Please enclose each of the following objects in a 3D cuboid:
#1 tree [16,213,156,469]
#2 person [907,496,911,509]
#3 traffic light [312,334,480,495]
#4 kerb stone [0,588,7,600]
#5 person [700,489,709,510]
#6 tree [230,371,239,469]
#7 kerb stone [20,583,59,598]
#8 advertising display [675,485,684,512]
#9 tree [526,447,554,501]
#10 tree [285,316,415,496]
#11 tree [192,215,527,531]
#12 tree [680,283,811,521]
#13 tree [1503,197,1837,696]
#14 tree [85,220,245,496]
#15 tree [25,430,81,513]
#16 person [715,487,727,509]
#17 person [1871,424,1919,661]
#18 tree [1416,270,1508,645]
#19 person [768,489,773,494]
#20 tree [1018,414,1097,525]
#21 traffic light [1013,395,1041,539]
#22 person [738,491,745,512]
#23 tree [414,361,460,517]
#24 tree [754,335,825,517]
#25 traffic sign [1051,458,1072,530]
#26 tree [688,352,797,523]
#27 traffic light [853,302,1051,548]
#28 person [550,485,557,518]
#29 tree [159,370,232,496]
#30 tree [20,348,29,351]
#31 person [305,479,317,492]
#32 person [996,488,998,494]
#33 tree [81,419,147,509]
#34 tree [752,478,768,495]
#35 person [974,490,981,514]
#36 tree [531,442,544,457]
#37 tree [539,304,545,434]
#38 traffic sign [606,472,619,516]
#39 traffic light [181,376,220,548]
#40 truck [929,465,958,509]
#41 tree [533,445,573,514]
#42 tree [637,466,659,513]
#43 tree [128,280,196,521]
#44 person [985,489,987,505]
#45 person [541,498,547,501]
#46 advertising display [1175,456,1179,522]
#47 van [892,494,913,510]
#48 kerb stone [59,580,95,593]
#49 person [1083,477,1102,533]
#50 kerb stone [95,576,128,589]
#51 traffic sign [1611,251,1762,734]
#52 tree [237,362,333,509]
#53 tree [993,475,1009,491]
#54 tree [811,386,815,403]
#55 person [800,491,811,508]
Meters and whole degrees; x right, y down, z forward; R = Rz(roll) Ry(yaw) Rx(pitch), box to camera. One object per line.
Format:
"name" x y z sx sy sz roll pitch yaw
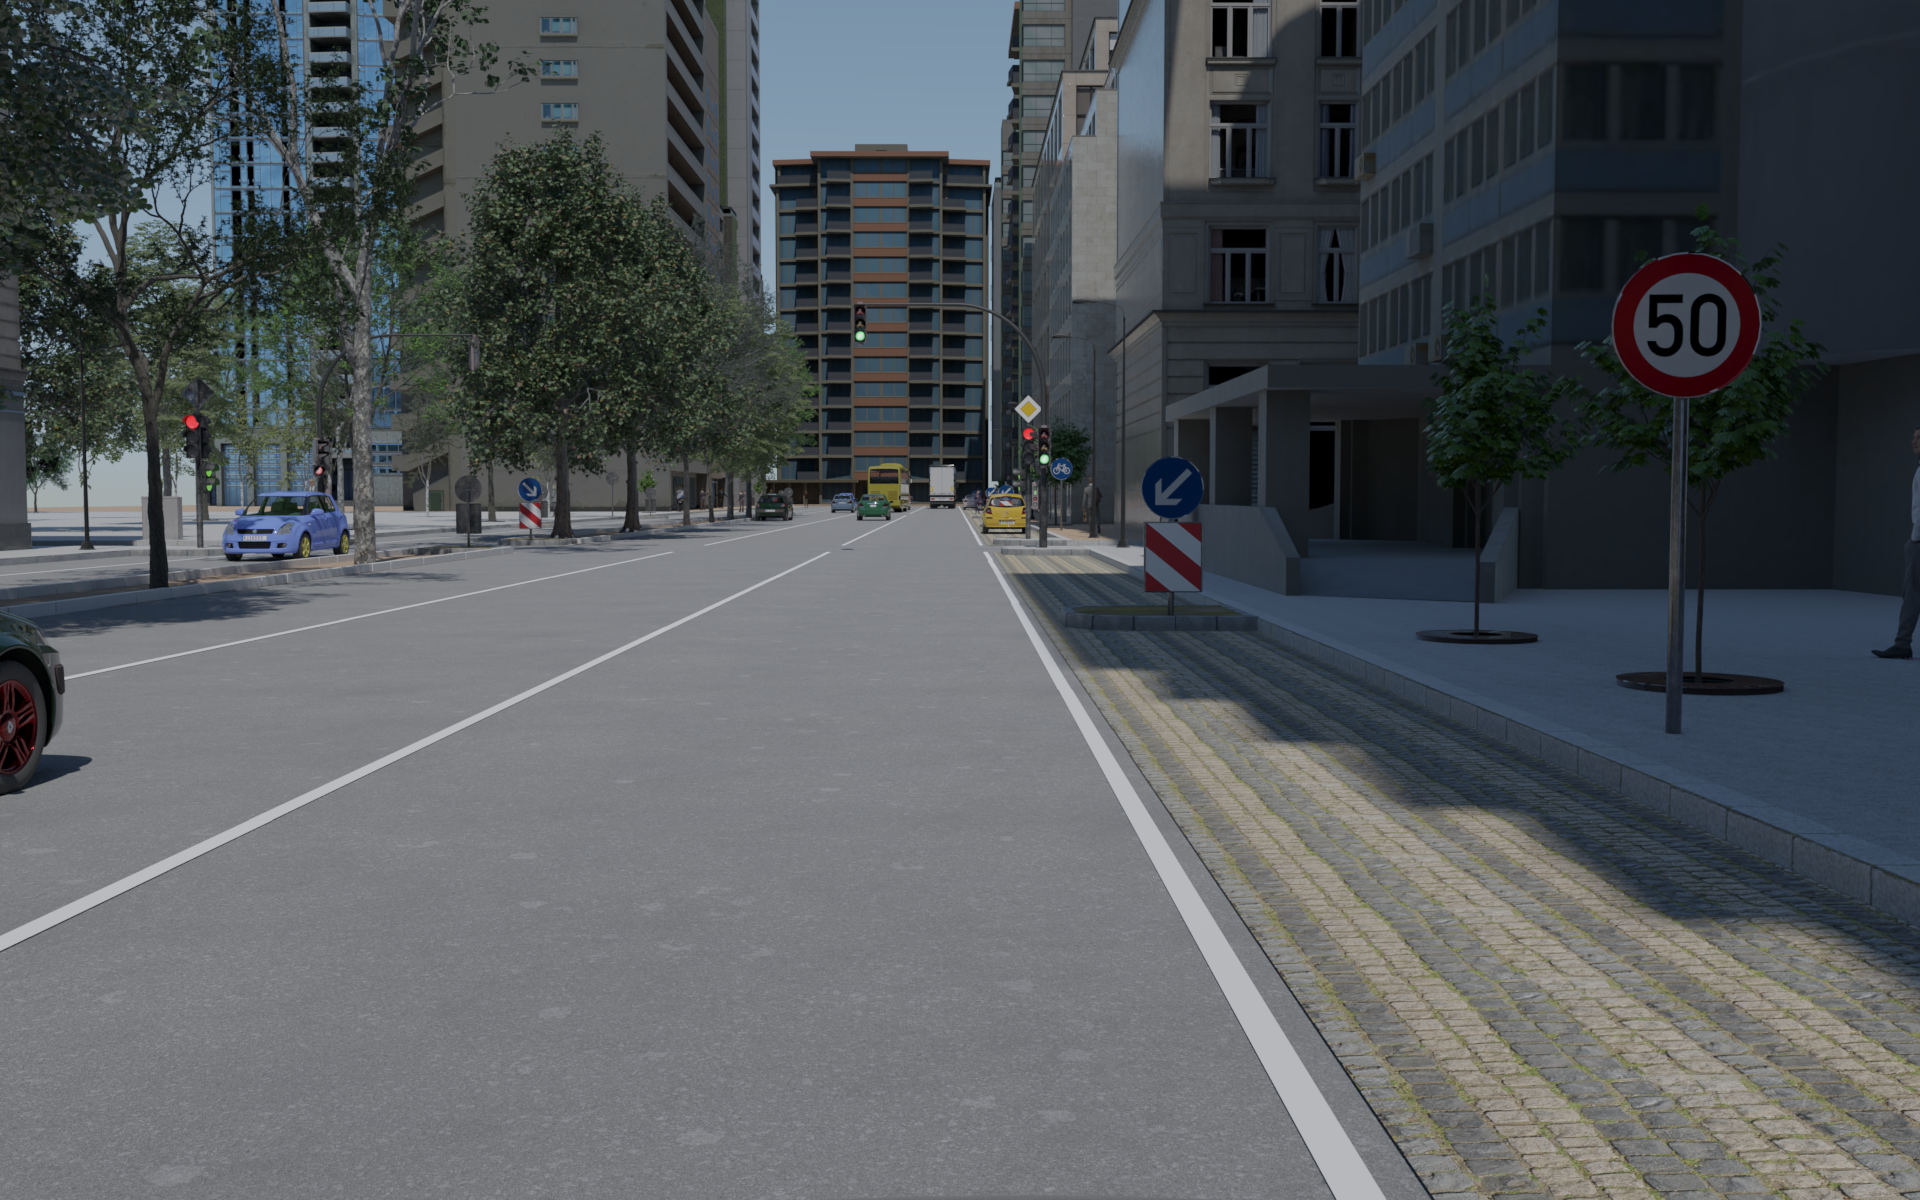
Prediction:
"tree" -32.382 -8.632 58.139 9.611 12.733 9.660 0 3 0
"person" -5.190 -9.793 169.321 1.217 1.736 0.721 1 4 23
"traffic light" -16.046 -4.560 49.218 4.771 5.953 1.251 0 4 0
"kerb stone" -12.940 -0.057 23.181 0.120 0.150 1.000 0 4 0
"person" -20.372 -8.019 137.959 0.742 1.727 0.445 -2 4 -31
"tree" -41.730 -9.219 101.089 4.737 8.622 4.395 0 3 0
"kerb stone" -12.943 -0.123 24.205 0.120 0.150 1.000 0 4 0
"advertising display" -20.147 -7.292 124.430 0.123 1.923 0.974 2 4 23
"tree" -28.539 -10.361 119.761 4.737 8.622 4.395 0 3 0
"tree" -24.832 -7.233 68.622 4.360 8.622 3.978 0 3 0
"tree" -21.328 -8.296 61.390 9.928 11.665 9.643 0 3 0
"tree" -12.330 -10.495 92.183 7.486 12.596 7.792 0 3 0
"tree" 4.793 -1.033 11.491 1.663 3.219 1.824 0 3 0
"tree" -33.470 -9.410 71.983 7.486 12.596 7.792 0 3 0
"tree" -70.026 -9.561 119.229 20.602 7.101 11.467 0 4 -4
"person" -20.828 -8.900 151.184 1.348 1.869 0.705 -3 5 -42
"person" 7.525 -0.440 13.339 0.679 1.850 0.850 -3 5 -44
"tree" 4.480 -1.251 15.058 1.663 3.219 1.824 0 3 0
"person" -20.996 -11.408 192.584 0.705 1.821 1.348 3 5 43
"tree" 4.023 -5.358 71.311 4.285 4.588 4.351 0 3 0
"traffic light" 1.923 -3.692 49.285 0.839 4.253 0.868 0 4 0
"person" -17.346 -7.848 137.618 0.445 1.727 0.742 1 4 14
"tree" -29.394 -8.884 95.616 4.360 8.622 3.978 0 3 0
"tree" -12.327 -11.068 109.169 9.928 11.665 9.643 0 3 0
"traffic sign" 3.575 -3.723 60.971 0.768 2.556 0.104 0 4 7
"tree" -12.048 -9.013 84.239 8.767 10.594 7.601 0 4 0
"traffic light" -0.129 -4.066 41.149 4.771 5.953 1.251 0 4 0
"person" -22.105 -5.377 94.144 0.526 1.800 0.537 0 4 6
"tree" -43.842 -8.913 96.088 4.737 8.622 4.395 0 3 0
"tree" -45.381 -8.043 81.863 4.737 8.622 4.395 0 3 0
"person" -21.810 -3.188 58.344 0.661 1.801 0.590 0 4 -6
"person" 3.459 -9.506 161.469 0.705 1.823 1.348 -3 5 -42
"tree" -45.707 -8.586 90.739 4.737 8.622 4.395 0 3 0
"tree" -21.000 -11.470 182.137 1.663 3.219 1.824 0 3 0
"person" 1.272 -7.138 126.124 0.541 1.710 0.530 -1 4 -9
"tree" -21.228 -9.784 94.377 7.601 10.594 8.767 -1 4 -23
"tree" -21.740 -9.409 79.589 9.928 11.665 9.643 0 3 0
"traffic sign" -20.092 -6.116 100.101 0.768 2.556 0.104 0 4 5
"traffic light" -18.099 -3.197 41.188 0.839 4.253 0.868 0 4 0
"truck" -1.643 -11.150 171.219 2.839 4.237 11.283 0 4 1
"tree" -26.873 -9.942 112.922 4.360 8.622 3.978 0 3 0
"tree" -21.237 -7.543 117.923 1.663 3.219 1.824 0 3 0
"tree" -36.401 -9.641 83.382 9.928 11.665 9.643 0 3 0
"person" 2.984 -11.643 196.340 0.705 1.831 1.348 -1 4 -8
"person" -24.257 -5.537 100.847 0.425 1.301 0.394 0 4 -2
"advertising display" 3.711 -1.512 29.928 0.123 1.923 0.974 0 4 7
"van" -5.254 -9.064 155.209 2.013 2.044 4.112 0 4 -2
"kerb stone" -12.952 -0.185 25.227 0.120 0.150 1.000 0 4 0
"person" 4.354 -3.114 56.924 0.622 1.834 0.822 0 4 -4
"kerb stone" -12.957 -0.245 26.258 0.120 0.150 1.000 0 4 0
"traffic sign" 3.828 -0.557 9.217 0.768 2.556 0.104 0 4 5
"tree" -36.378 -8.886 95.650 4.737 8.622 4.395 0 3 0
"tree" 4.109 -11.123 176.465 1.663 3.219 1.824 0 3 0
"tree" -12.269 -10.958 99.755 7.486 12.596 7.792 0 3 0
"person" -15.897 -10.387 178.841 1.217 1.766 0.721 -1 4 -10
